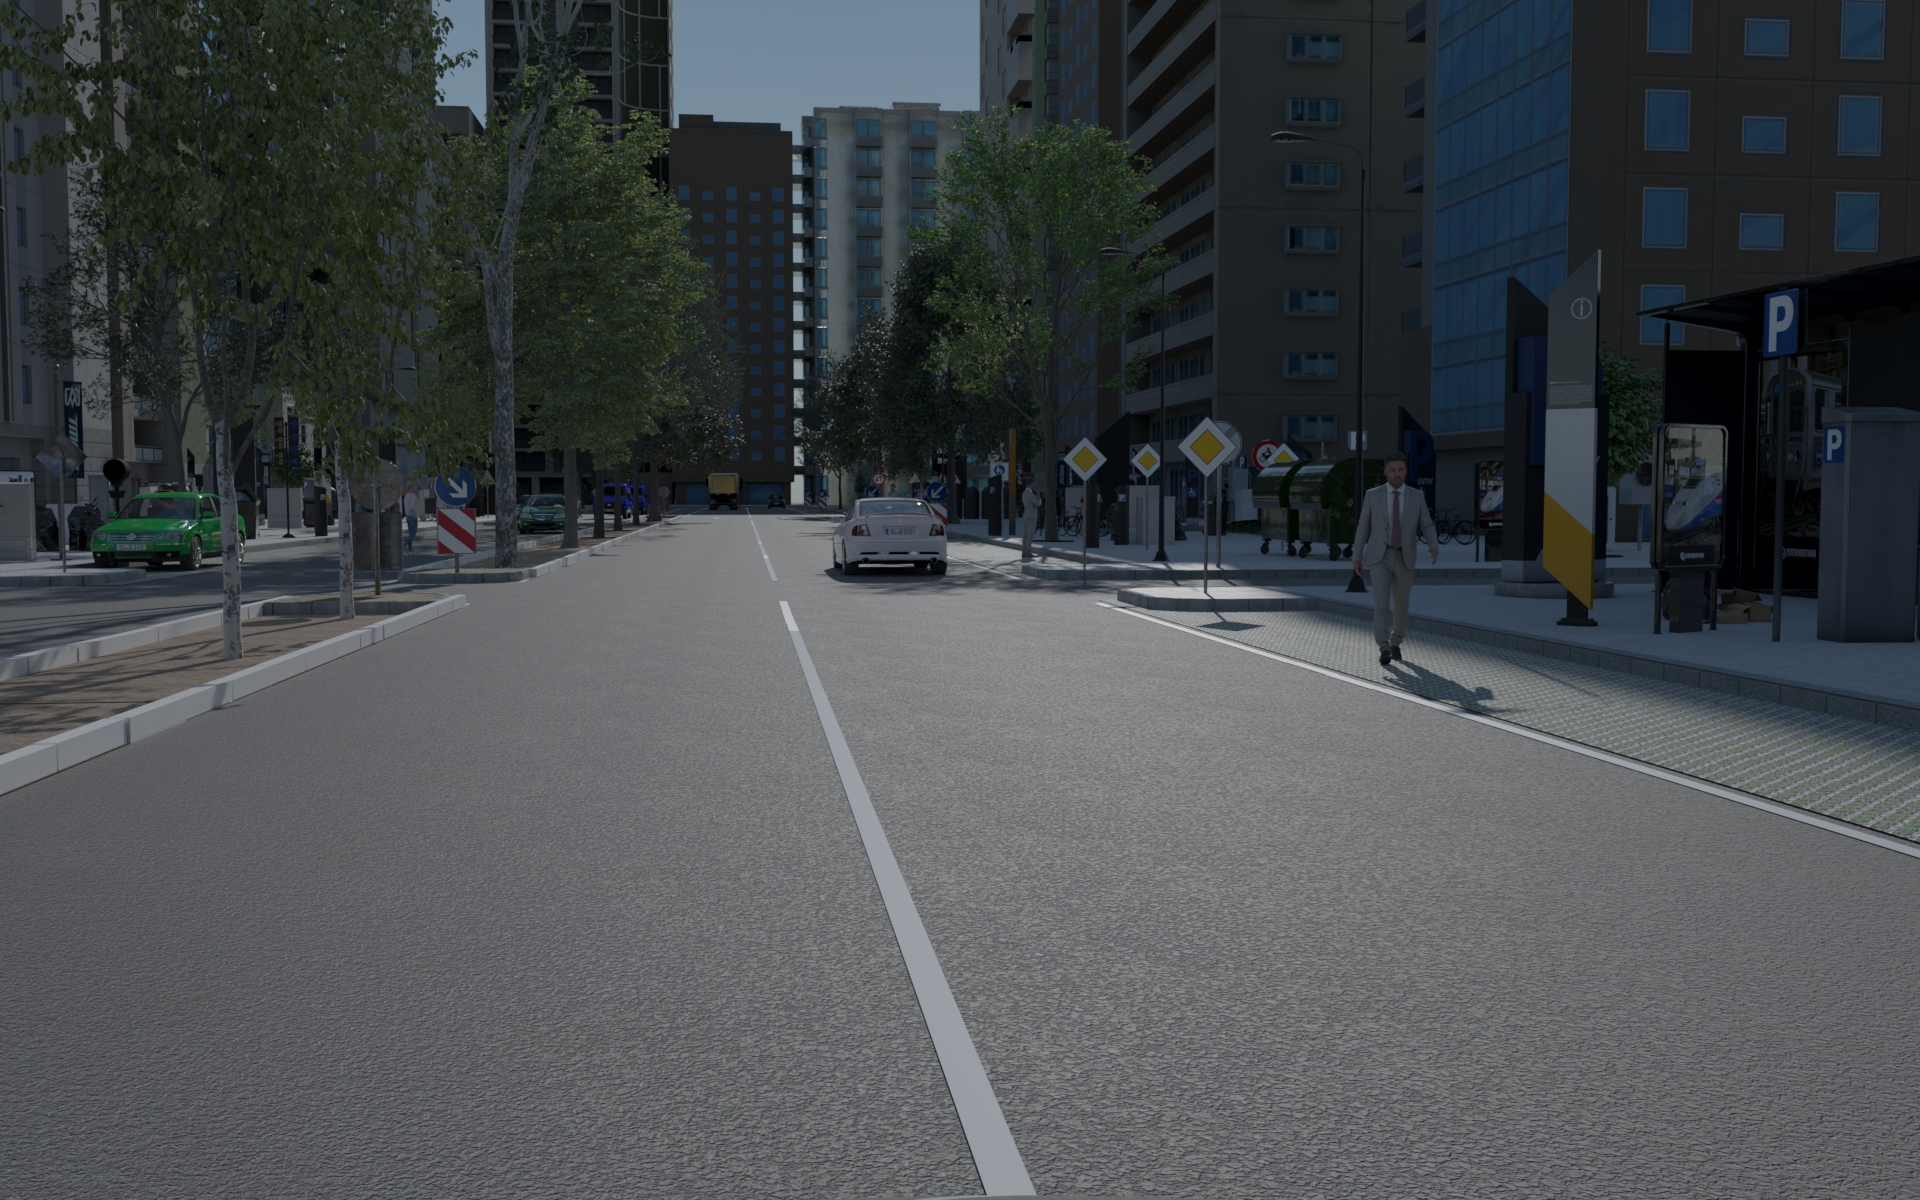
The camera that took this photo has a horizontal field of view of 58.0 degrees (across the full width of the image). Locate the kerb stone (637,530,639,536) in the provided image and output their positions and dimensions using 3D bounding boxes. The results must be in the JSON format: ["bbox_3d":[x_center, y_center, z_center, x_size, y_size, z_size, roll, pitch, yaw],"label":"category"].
[{"bbox_3d":[-10.875,-2.174,57.735,0.120,0.150,1.000,0,4,-7],"label":"kerb stone"}]

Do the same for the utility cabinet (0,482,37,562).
[{"bbox_3d":[-18.033,-1.456,32.490,1.173,1.500,0.318,-1,4,-12],"label":"utility cabinet"}]

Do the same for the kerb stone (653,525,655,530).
[{"bbox_3d":[-12.145,-2.795,67.899,0.120,0.150,1.000,0,4,-7],"label":"kerb stone"}]

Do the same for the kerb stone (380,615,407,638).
[{"bbox_3d":[-5.784,0.286,17.523,0.120,0.150,1.000,0,4,-7],"label":"kerb stone"}]

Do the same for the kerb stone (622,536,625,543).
[{"bbox_3d":[-9.969,-1.738,50.607,0.120,0.150,1.000,0,4,-7],"label":"kerb stone"}]

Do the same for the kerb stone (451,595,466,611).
[{"bbox_3d":[-6.302,0.037,21.599,0.120,0.150,1.000,0,4,-7],"label":"kerb stone"}]

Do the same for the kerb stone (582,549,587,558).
[{"bbox_3d":[-8.421,-0.989,38.392,0.120,0.150,1.000,0,4,-7],"label":"kerb stone"}]

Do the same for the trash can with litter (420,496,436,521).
[{"bbox_3d":[-24.692,-4.341,82.036,2.233,1.210,1.678,-1,4,-9],"label":"trash can with litter"}]

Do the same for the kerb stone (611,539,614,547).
[{"bbox_3d":[-9.455,-1.488,46.531,0.120,0.150,1.000,0,4,-7],"label":"kerb stone"}]

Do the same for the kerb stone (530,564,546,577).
[{"bbox_3d":[-7.398,-0.494,30.266,0.120,0.150,1.000,0,4,-7],"label":"kerb stone"}]

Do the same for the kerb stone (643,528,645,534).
[{"bbox_3d":[-11.249,-2.359,60.783,0.120,0.150,1.000,0,4,-7],"label":"kerb stone"}]

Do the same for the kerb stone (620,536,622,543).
[{"bbox_3d":[-9.843,-1.674,49.593,0.120,0.150,1.000,0,4,-7],"label":"kerb stone"}]

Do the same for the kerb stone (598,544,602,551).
[{"bbox_3d":[-8.937,-1.239,42.457,0.120,0.150,1.000,0,4,-7],"label":"kerb stone"}]

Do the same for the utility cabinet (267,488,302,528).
[{"bbox_3d":[-25.107,-3.407,64.385,1.173,1.500,0.318,-1,4,-16],"label":"utility cabinet"}]

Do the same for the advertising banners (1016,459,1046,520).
[{"bbox_3d":[3.569,-5.478,85.755,2.074,3.025,0.090,-2,4,-33],"label":"advertising banners"}]

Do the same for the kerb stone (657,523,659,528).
[{"bbox_3d":[-12.535,-2.979,70.947,0.120,0.150,1.000,0,4,-7],"label":"kerb stone"}]

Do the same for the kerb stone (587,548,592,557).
[{"bbox_3d":[-8.545,-1.053,39.406,0.120,0.150,1.000,0,4,-7],"label":"kerb stone"}]

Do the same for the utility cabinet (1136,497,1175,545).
[{"bbox_3d":[4.946,-2.000,43.862,1.020,1.237,0.306,-2,4,-28],"label":"utility cabinet"}]

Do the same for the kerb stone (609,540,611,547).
[{"bbox_3d":[-9.325,-1.423,45.517,0.120,0.150,1.000,0,4,-7],"label":"kerb stone"}]

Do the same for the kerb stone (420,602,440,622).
[{"bbox_3d":[-6.050,0.162,19.560,0.120,0.150,1.000,0,4,-7],"label":"kerb stone"}]

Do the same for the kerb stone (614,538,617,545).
[{"bbox_3d":[-9.587,-1.551,47.552,0.120,0.150,1.000,0,4,-7],"label":"kerb stone"}]

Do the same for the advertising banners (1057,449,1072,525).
[{"bbox_3d":[4.088,-4.338,67.107,0.090,3.025,2.074,1,4,20],"label":"advertising banners"}]

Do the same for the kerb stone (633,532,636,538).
[{"bbox_3d":[-10.607,-2.049,55.704,0.120,0.150,1.000,0,4,-7],"label":"kerb stone"}]

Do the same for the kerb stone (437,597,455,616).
[{"bbox_3d":[-6.176,0.099,20.582,0.120,0.150,1.000,0,4,-7],"label":"kerb stone"}]

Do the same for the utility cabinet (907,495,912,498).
[{"bbox_3d":[-2.459,-5.259,97.140,1.020,1.237,0.306,0,4,-7],"label":"utility cabinet"}]

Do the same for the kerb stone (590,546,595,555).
[{"bbox_3d":[-8.678,-1.115,40.420,0.120,0.150,1.000,0,4,-7],"label":"kerb stone"}]

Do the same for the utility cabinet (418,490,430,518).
[{"bbox_3d":[-28.029,-5.009,90.576,0.318,1.500,1.173,0,4,-4],"label":"utility cabinet"}]

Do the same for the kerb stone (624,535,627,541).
[{"bbox_3d":[-10.090,-1.799,51.626,0.120,0.150,1.000,0,4,-7],"label":"kerb stone"}]

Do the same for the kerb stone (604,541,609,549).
[{"bbox_3d":[-9.190,-1.364,44.494,0.120,0.150,1.000,0,4,-7],"label":"kerb stone"}]

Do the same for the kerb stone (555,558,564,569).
[{"bbox_3d":[-7.781,-0.680,33.310,0.120,0.150,1.000,0,4,-7],"label":"kerb stone"}]

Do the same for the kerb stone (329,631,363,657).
[{"bbox_3d":[-5.538,0.412,15.491,0.120,0.150,1.000,0,4,-7],"label":"kerb stone"}]

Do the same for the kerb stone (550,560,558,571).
[{"bbox_3d":[-7.653,-0.613,32.296,0.120,0.150,1.000,0,4,-7],"label":"kerb stone"}]

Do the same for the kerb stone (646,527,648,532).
[{"bbox_3d":[-11.510,-2.484,62.812,0.120,0.150,1.000,0,4,-7],"label":"kerb stone"}]

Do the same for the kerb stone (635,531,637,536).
[{"bbox_3d":[-10.742,-2.112,56.721,0.120,0.150,1.000,0,4,-7],"label":"kerb stone"}]

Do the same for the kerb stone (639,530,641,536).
[{"bbox_3d":[-11.001,-2.236,58.750,0.120,0.150,1.000,0,4,-7],"label":"kerb stone"}]

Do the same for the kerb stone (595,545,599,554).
[{"bbox_3d":[-8.807,-1.177,41.434,0.120,0.150,1.000,0,4,-7],"label":"kerb stone"}]

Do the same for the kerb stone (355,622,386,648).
[{"bbox_3d":[-5.663,0.351,16.508,0.120,0.150,1.000,0,4,-7],"label":"kerb stone"}]

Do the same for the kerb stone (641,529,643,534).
[{"bbox_3d":[-11.121,-2.296,59.765,0.120,0.150,1.000,0,4,-7],"label":"kerb stone"}]

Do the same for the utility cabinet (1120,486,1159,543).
[{"bbox_3d":[4.680,-2.215,44.896,1.173,1.500,0.318,3,4,39],"label":"utility cabinet"}]

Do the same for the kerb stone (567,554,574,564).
[{"bbox_3d":[-8.035,-0.804,35.342,0.120,0.150,1.000,0,4,-7],"label":"kerb stone"}]

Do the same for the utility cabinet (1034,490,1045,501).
[{"bbox_3d":[4.864,-5.751,102.702,1.173,1.500,0.318,0,4,6],"label":"utility cabinet"}]

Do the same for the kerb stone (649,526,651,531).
[{"bbox_3d":[-11.766,-2.609,64.845,0.120,0.150,1.000,0,4,-7],"label":"kerb stone"}]

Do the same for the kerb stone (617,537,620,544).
[{"bbox_3d":[-9.712,-1.613,48.566,0.120,0.150,1.000,0,4,-7],"label":"kerb stone"}]

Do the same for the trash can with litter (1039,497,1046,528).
[{"bbox_3d":[3.171,-3.276,64.945,0.624,1.170,1.055,0,4,5],"label":"trash can with litter"}]

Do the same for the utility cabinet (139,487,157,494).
[{"bbox_3d":[-24.127,-2.619,51.500,0.318,1.500,1.173,-1,4,-15],"label":"utility cabinet"}]

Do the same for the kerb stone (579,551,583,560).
[{"bbox_3d":[-8.296,-0.929,37.377,0.120,0.150,1.000,0,4,-7],"label":"kerb stone"}]

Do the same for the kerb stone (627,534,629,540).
[{"bbox_3d":[-10.230,-1.863,52.659,0.120,0.150,1.000,0,4,-7],"label":"kerb stone"}]

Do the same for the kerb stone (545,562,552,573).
[{"bbox_3d":[-7.533,-0.553,31.280,0.120,0.150,1.000,0,4,-7],"label":"kerb stone"}]

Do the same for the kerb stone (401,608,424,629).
[{"bbox_3d":[-5.913,0.226,18.538,0.120,0.150,1.000,0,4,-7],"label":"kerb stone"}]

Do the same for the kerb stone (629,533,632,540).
[{"bbox_3d":[-10.352,-1.925,53.674,0.120,0.150,1.000,0,4,-7],"label":"kerb stone"}]

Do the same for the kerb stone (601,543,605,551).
[{"bbox_3d":[-9.070,-1.302,43.479,0.120,0.150,1.000,0,4,-7],"label":"kerb stone"}]

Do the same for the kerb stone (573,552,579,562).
[{"bbox_3d":[-8.165,-0.865,36.363,0.120,0.150,1.000,0,4,-7],"label":"kerb stone"}]

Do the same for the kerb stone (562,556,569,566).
[{"bbox_3d":[-7.916,-0.742,34.323,0.120,0.150,1.000,0,4,-7],"label":"kerb stone"}]
